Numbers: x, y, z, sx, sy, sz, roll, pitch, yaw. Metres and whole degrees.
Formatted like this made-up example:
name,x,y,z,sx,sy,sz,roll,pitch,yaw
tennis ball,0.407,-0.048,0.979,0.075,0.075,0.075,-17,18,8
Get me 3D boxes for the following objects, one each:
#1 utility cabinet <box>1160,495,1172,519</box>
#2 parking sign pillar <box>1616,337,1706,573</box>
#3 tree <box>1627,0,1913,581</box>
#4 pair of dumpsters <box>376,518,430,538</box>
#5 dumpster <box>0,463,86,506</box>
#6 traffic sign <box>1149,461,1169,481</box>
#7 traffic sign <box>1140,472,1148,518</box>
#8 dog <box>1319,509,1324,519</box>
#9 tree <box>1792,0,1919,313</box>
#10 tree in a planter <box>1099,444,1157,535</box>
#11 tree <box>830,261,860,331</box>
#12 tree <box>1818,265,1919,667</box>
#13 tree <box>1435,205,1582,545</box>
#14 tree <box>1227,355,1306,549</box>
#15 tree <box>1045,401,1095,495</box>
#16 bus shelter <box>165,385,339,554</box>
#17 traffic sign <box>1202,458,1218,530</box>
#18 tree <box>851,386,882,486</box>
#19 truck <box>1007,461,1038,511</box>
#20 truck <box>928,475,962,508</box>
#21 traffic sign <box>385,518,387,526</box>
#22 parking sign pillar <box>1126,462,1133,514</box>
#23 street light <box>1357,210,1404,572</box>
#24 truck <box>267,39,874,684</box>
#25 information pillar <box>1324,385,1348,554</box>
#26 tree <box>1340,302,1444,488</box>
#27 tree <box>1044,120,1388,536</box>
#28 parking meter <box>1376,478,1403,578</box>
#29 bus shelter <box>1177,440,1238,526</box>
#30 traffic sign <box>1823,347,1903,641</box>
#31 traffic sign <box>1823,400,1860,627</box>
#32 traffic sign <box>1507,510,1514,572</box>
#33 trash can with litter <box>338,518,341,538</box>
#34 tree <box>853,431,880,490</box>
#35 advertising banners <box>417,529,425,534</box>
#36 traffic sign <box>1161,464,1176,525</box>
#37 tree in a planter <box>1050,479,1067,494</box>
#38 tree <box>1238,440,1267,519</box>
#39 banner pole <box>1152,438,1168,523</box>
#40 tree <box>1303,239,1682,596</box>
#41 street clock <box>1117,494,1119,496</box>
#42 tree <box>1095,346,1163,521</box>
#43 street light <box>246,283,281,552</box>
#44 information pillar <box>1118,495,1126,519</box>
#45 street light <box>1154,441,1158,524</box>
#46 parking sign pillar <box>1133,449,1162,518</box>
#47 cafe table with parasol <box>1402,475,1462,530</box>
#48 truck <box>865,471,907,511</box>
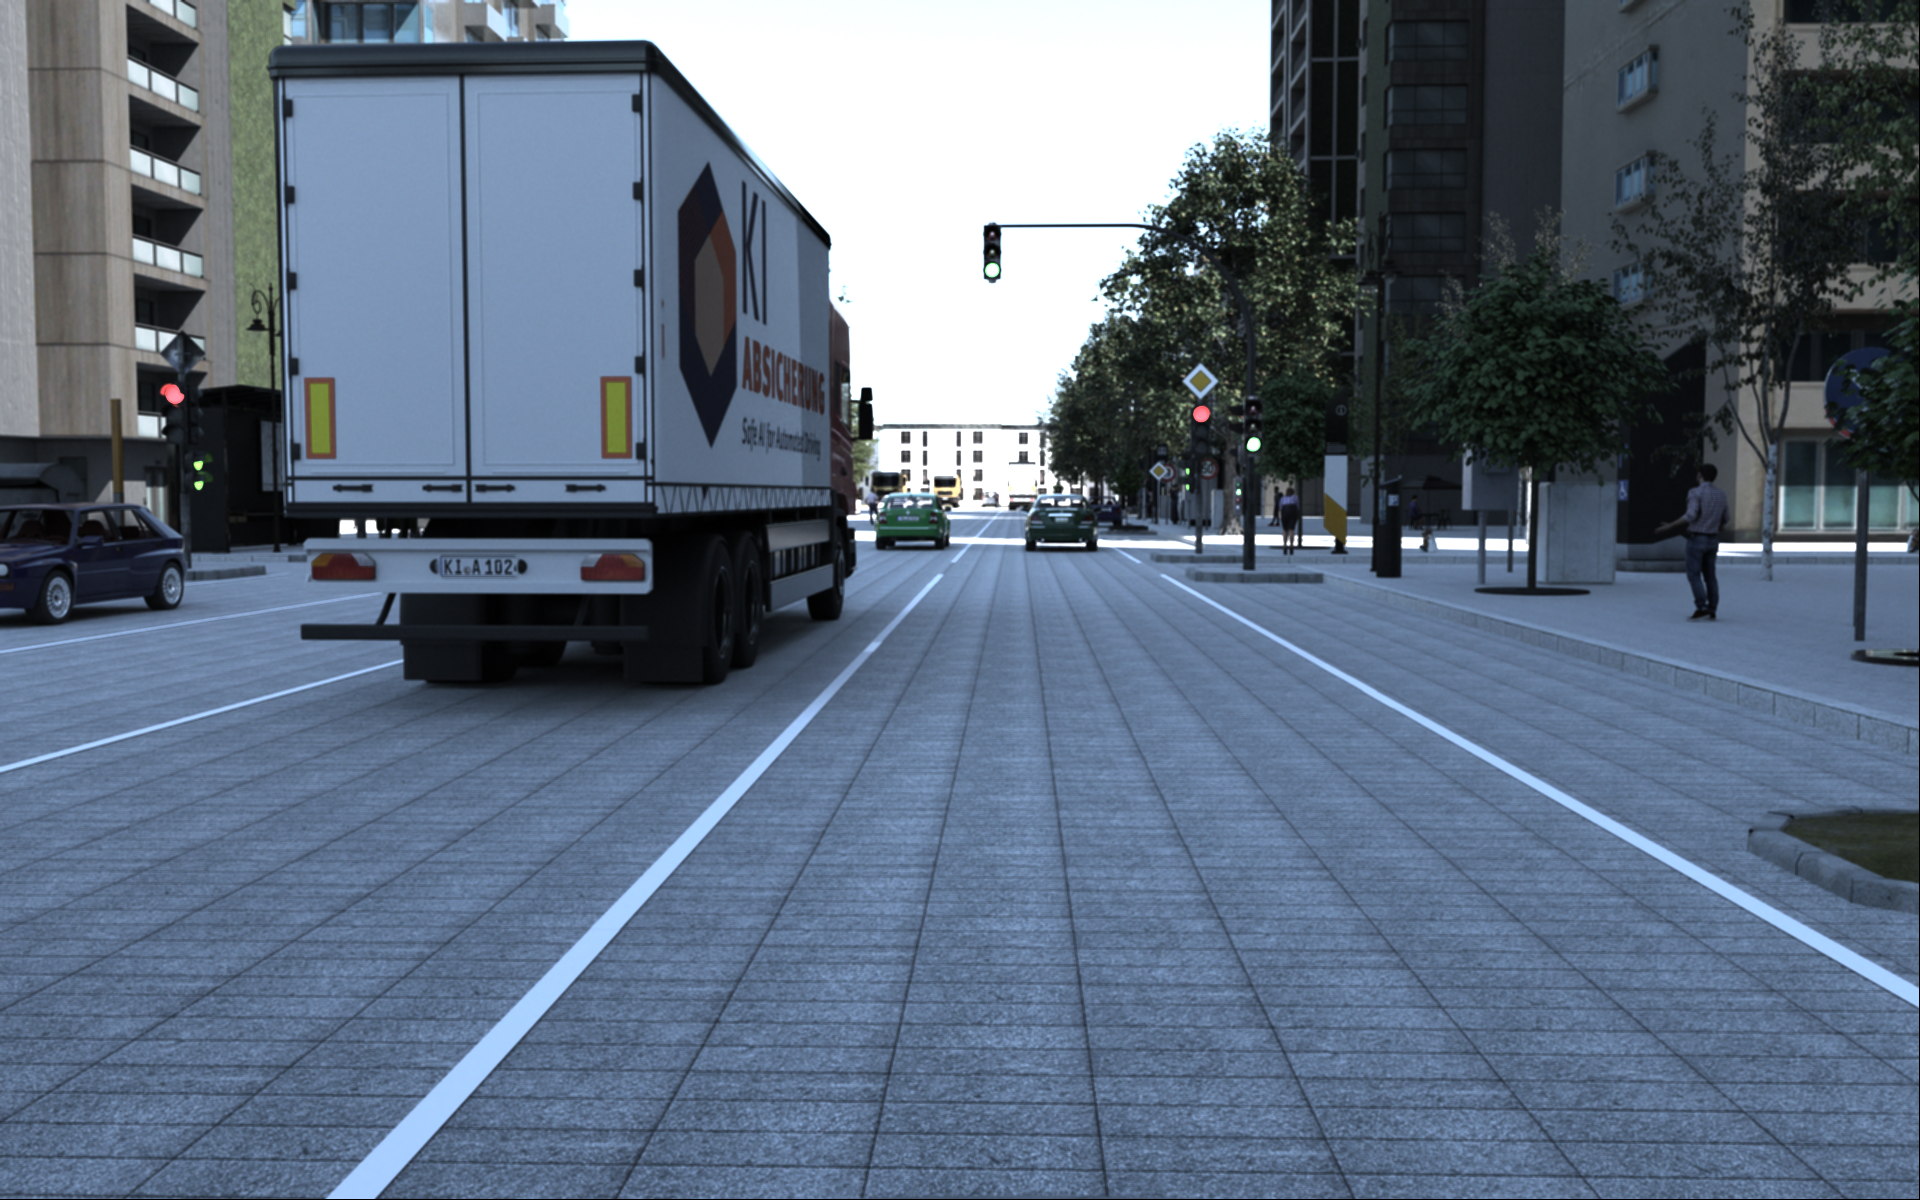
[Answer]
name,x,y,z,sx,sy,sz,roll,pitch,yaw
utility cabinet,10.928,-4.828,90.105,1.020,1.237,0.306,0,4,3
parking sign pillar,11.660,-2.468,28.831,1.447,3.967,1.447,0,4,-7
tree,11.928,-4.602,25.603,4.360,8.622,3.978,0,3,0
pair of dumpsters,-15.066,-2.816,48.528,1.574,2.255,4.437,0,4,2
dumpster,-13.420,-0.981,24.247,1.865,1.857,1.264,0,4,4
traffic sign,7.975,-4.258,69.358,0.795,2.593,0.064,0,4,7
traffic sign,9.512,-5.555,90.932,0.768,2.556,0.104,0,4,5
dog,18.921,-4.467,89.870,0.540,0.507,0.406,0,4,8
tree,11.849,-4.266,20.110,4.737,8.622,4.395,0,3,0
tree in a planter,5.966,-3.950,61.811,1.991,3.239,1.994,0,4,2
tree,-12.483,-15.501,109.331,12.611,20.169,13.585,0,3,0
tree,7.540,-1.136,13.183,1.663,3.219,1.824,0,3,0
tree,14.172,-5.709,43.697,4.360,8.622,3.978,0,3,0
tree,7.966,-3.495,40.855,4.285,4.588,4.351,0,3,0
tree,12.202,-15.800,176.456,7.486,12.596,7.792,0,3,0
bus shelter,-16.181,-3.000,40.328,1.731,3.624,6.357,0,4,2
traffic sign,8.710,-3.727,61.043,0.768,2.556,0.104,0,4,3
tree,-11.777,-15.753,175.680,7.486,12.596,7.792,0,3,0
truck,5.533,-10.101,154.068,2.839,4.237,11.283,0,4,2
truck,-1.398,-11.095,177.322,3.469,3.379,9.791,0,4,1
traffic sign,-15.545,-3.181,45.875,2.265,3.308,0.079,0,4,4
parking sign pillar,11.182,-7.536,111.689,1.447,3.967,1.447,2,4,30
street light,6.877,-3.407,28.496,0.468,5.910,1.993,0,4,2
truck,-2.736,-1.680,16.380,2.839,4.237,11.283,0,4,4
information pillar,8.050,-2.793,37.016,0.504,3.616,0.183,0,4,5
tree,16.842,-7.122,66.800,4.737,8.622,4.395,0,3,0
tree,8.375,-8.345,53.441,9.611,12.733,9.660,0,3,0
parking meter,6.614,-1.117,26.672,0.372,1.533,0.369,0,3,0
bus shelter,9.604,-4.455,66.762,2.014,3.302,5.546,0,4,2
traffic sign,7.871,-0.916,15.075,0.768,2.556,0.104,0,4,5
traffic sign,8.699,-1.015,16.700,0.768,2.556,0.104,1,4,11
traffic sign,9.039,-1.730,28.385,0.768,2.556,0.104,0,4,4
trash can with litter,-16.352,-2.045,44.824,0.624,1.170,1.055,0,4,3
tree,-10.798,-14.347,184.929,4.360,8.622,3.978,0,3,0
advertising banners,-17.047,-3.551,54.253,0.090,3.025,2.074,1,4,10
traffic sign,8.667,-4.429,72.517,0.768,2.556,0.104,1,4,12
tree in a planter,9.418,-10.314,165.853,1.991,3.239,1.994,0,4,2
tree,15.641,-8.493,89.226,4.737,8.622,4.395,0,3,0
banner pole,8.712,-5.264,76.089,0.863,3.779,0.401,0,4,-1
tree,7.497,-2.365,22.390,4.285,4.588,4.351,0,3,0
street clock,8.567,-5.400,92.864,0.358,2.002,0.471,0,4,-1
tree,8.617,-8.117,83.076,4.360,8.622,3.978,0,3,0
street light,-15.069,-3.991,38.036,0.468,5.910,1.993,0,4,2
information pillar,8.532,-5.302,91.179,0.304,2.012,0.304,2,4,24
street light,8.396,-6.185,73.911,0.468,5.910,1.993,0,4,2
parking sign pillar,10.433,-6.520,95.068,1.447,3.967,1.447,0,4,-1
cafe table with parasol,16.690,-3.476,61.705,2.610,1.966,2.610,3,4,36
truck,-6.190,-9.462,150.628,3.469,3.379,9.791,0,4,2
